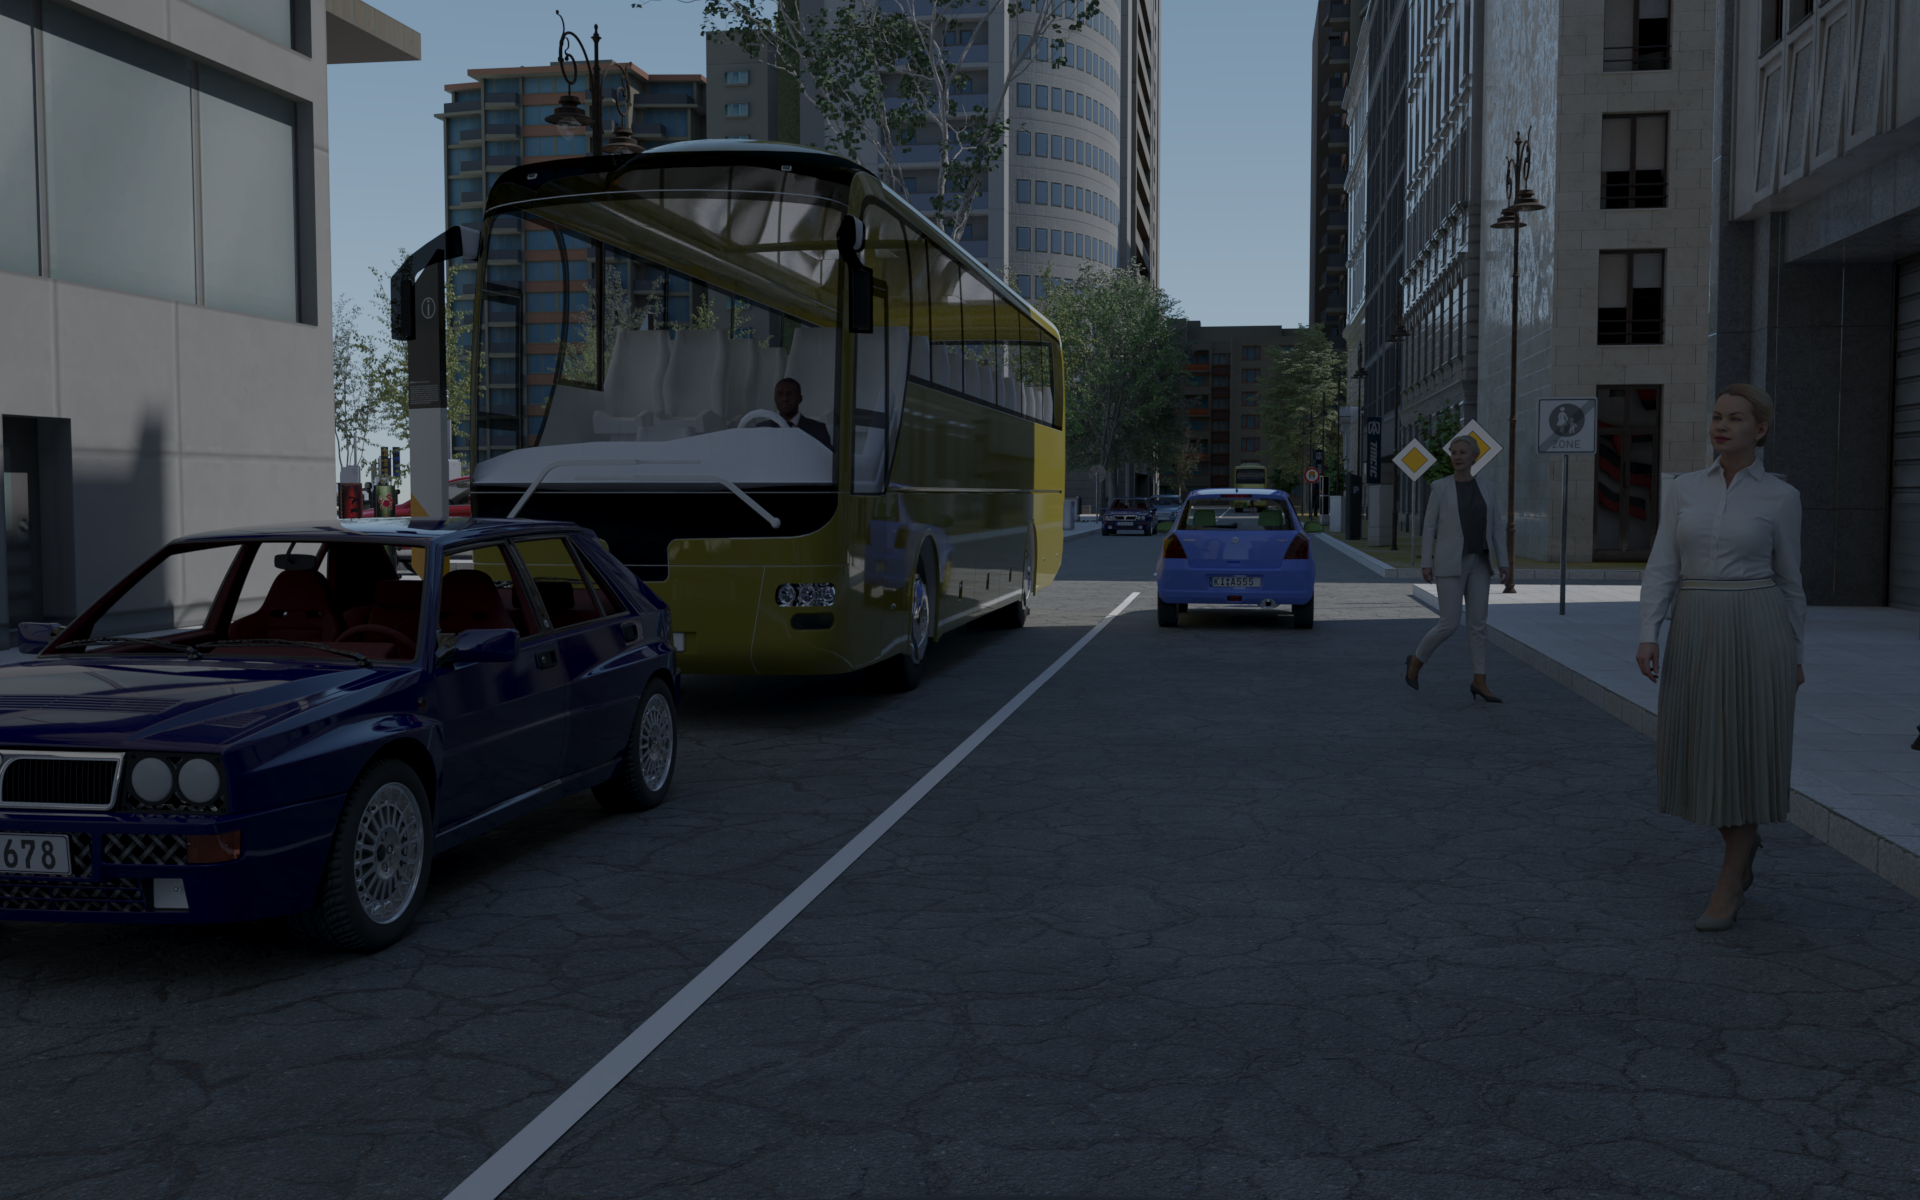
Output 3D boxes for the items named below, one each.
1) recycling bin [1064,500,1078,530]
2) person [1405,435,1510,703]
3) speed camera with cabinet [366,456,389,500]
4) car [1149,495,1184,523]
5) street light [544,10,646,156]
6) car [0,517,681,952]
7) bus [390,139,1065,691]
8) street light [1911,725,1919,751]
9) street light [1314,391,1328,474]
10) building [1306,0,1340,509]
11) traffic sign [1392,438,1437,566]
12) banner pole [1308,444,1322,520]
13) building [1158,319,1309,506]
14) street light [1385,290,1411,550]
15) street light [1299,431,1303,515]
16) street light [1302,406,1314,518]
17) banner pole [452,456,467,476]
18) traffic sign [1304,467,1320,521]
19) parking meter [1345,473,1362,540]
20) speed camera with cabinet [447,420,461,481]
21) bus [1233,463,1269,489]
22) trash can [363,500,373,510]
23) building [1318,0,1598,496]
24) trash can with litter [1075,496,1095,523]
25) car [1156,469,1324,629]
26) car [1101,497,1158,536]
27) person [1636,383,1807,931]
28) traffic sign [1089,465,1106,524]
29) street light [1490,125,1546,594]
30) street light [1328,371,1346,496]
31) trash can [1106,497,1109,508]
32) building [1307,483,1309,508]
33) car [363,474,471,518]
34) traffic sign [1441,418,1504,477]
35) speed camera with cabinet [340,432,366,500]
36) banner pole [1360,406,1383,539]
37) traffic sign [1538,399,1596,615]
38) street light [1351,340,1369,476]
[{"bbox_3d":[3.671,-3.000,61.605,0.722,1.027,0.722,1,4,14],"label":"recycling bin"},{"bbox_3d":[3.487,-0.232,12.167,0.514,1.842,0.818,-2,4,-29],"label":"person"},{"bbox_3d":[-30.381,-5.780,88.845,2.038,3.252,0.660,-2,4,-32],"label":"speed camera with cabinet"},{"bbox_3d":[8.576,-3.686,72.262,2.014,1.417,4.499,1,4,10],"label":"car"},{"bbox_3d":[-3.578,-2.717,17.205,0.468,5.910,1.993,1,4,9],"label":"street light"},{"bbox_3d":[-2.430,0.356,6.754,1.945,1.354,3.894,1,4,10],"label":"car"},{"bbox_3d":[-0.928,-1.493,15.966,2.896,3.916,12.252,1,4,10],"label":"bus"},{"bbox_3d":[4.874,-2.185,8.512,0.468,5.910,1.993,1,4,9],"label":"street light"},{"bbox_3d":[16.320,-6.427,77.875,0.468,5.910,1.993,1,4,9],"label":"street light"},{"bbox_3d":[38.483,-30.855,154.588,14.600,45.320,14.200,1,4,9],"label":"building"},{"bbox_3d":[8.095,-1.668,30.906,0.795,2.450,0.064,1,4,9],"label":"traffic sign"},{"bbox_3d":[17.695,-5.868,85.965,0.863,3.779,0.401,-1,4,-15],"label":"banner pole"},{"bbox_3d":[26.554,-22.013,204.949,28.899,21.520,27.650,1,4,9],"label":"building"},{"bbox_3d":[9.913,-4.071,39.355,0.468,5.910,1.993,1,4,9],"label":"street light"},{"bbox_3d":[20.663,-8.043,104.297,0.468,5.910,1.993,1,4,9],"label":"street light"},{"bbox_3d":[18.418,-7.230,90.998,0.468,5.910,1.993,1,4,9],"label":"street light"},{"bbox_3d":[-30.744,-7.065,105.526,0.863,3.779,0.401,0,4,5],"label":"banner pole"},{"bbox_3d":[16.658,-5.010,82.017,0.768,2.556,0.104,1,4,13],"label":"traffic sign"},{"bbox_3d":[11.009,-2.613,48.432,0.399,1.863,0.255,-1,4,-20],"label":"parking meter"},{"bbox_3d":[-13.463,-3.218,46.951,0.660,3.252,2.038,2,4,28],"label":"speed camera with cabinet"},{"bbox_3d":[23.128,-8.946,137.820,2.896,3.916,12.252,1,4,10],"label":"bus"},{"bbox_3d":[-14.599,-1.853,41.948,0.748,1.137,0.748,0,3,0],"label":"trash can"},{"bbox_3d":[39.119,-29.241,132.718,22.147,44.769,28.867,1,4,9],"label":"building"},{"bbox_3d":[5.298,-4.132,78.616,1.678,1.210,2.233,0,4,4],"label":"trash can with litter"},{"bbox_3d":[3.191,-0.628,19.861,1.945,1.707,3.694,1,4,10],"label":"car"},{"bbox_3d":[5.953,-2.936,60.588,1.945,1.354,3.894,1,4,11],"label":"car"},{"bbox_3d":[2.614,0.175,5.872,0.641,1.798,0.478,-3,5,-43],"label":"person"},{"bbox_3d":[5.924,-4.568,74.798,0.768,2.556,0.104,1,4,12],"label":"traffic sign"},{"bbox_3d":[7.111,-3.024,22.228,0.468,5.910,1.993,1,4,9],"label":"street light"},{"bbox_3d":[14.208,-5.644,65.062,0.468,5.910,1.993,1,4,9],"label":"street light"},{"bbox_3d":[8.379,-5.331,98.811,0.748,1.137,0.748,0,3,0],"label":"trash can"},{"bbox_3d":[41.186,-29.690,169.018,14.154,41.232,14.086,1,4,9],"label":"building"},{"bbox_3d":[-8.206,-1.308,30.067,5.304,1.827,2.281,1,4,10],"label":"car"},{"bbox_3d":[6.795,-1.186,23.027,0.795,2.450,0.064,1,4,9],"label":"traffic sign"},{"bbox_3d":[-19.756,-3.781,56.162,0.660,3.252,2.038,-1,4,-17],"label":"speed camera with cabinet"},{"bbox_3d":[11.672,-3.636,49.474,0.863,3.779,0.401,-1,4,-16],"label":"banner pole"},{"bbox_3d":[6.393,-0.990,18.318,0.606,2.300,0.079,1,4,11],"label":"traffic sign"},{"bbox_3d":[12.016,-4.855,52.168,0.468,5.910,1.993,1,4,9],"label":"street light"}]
